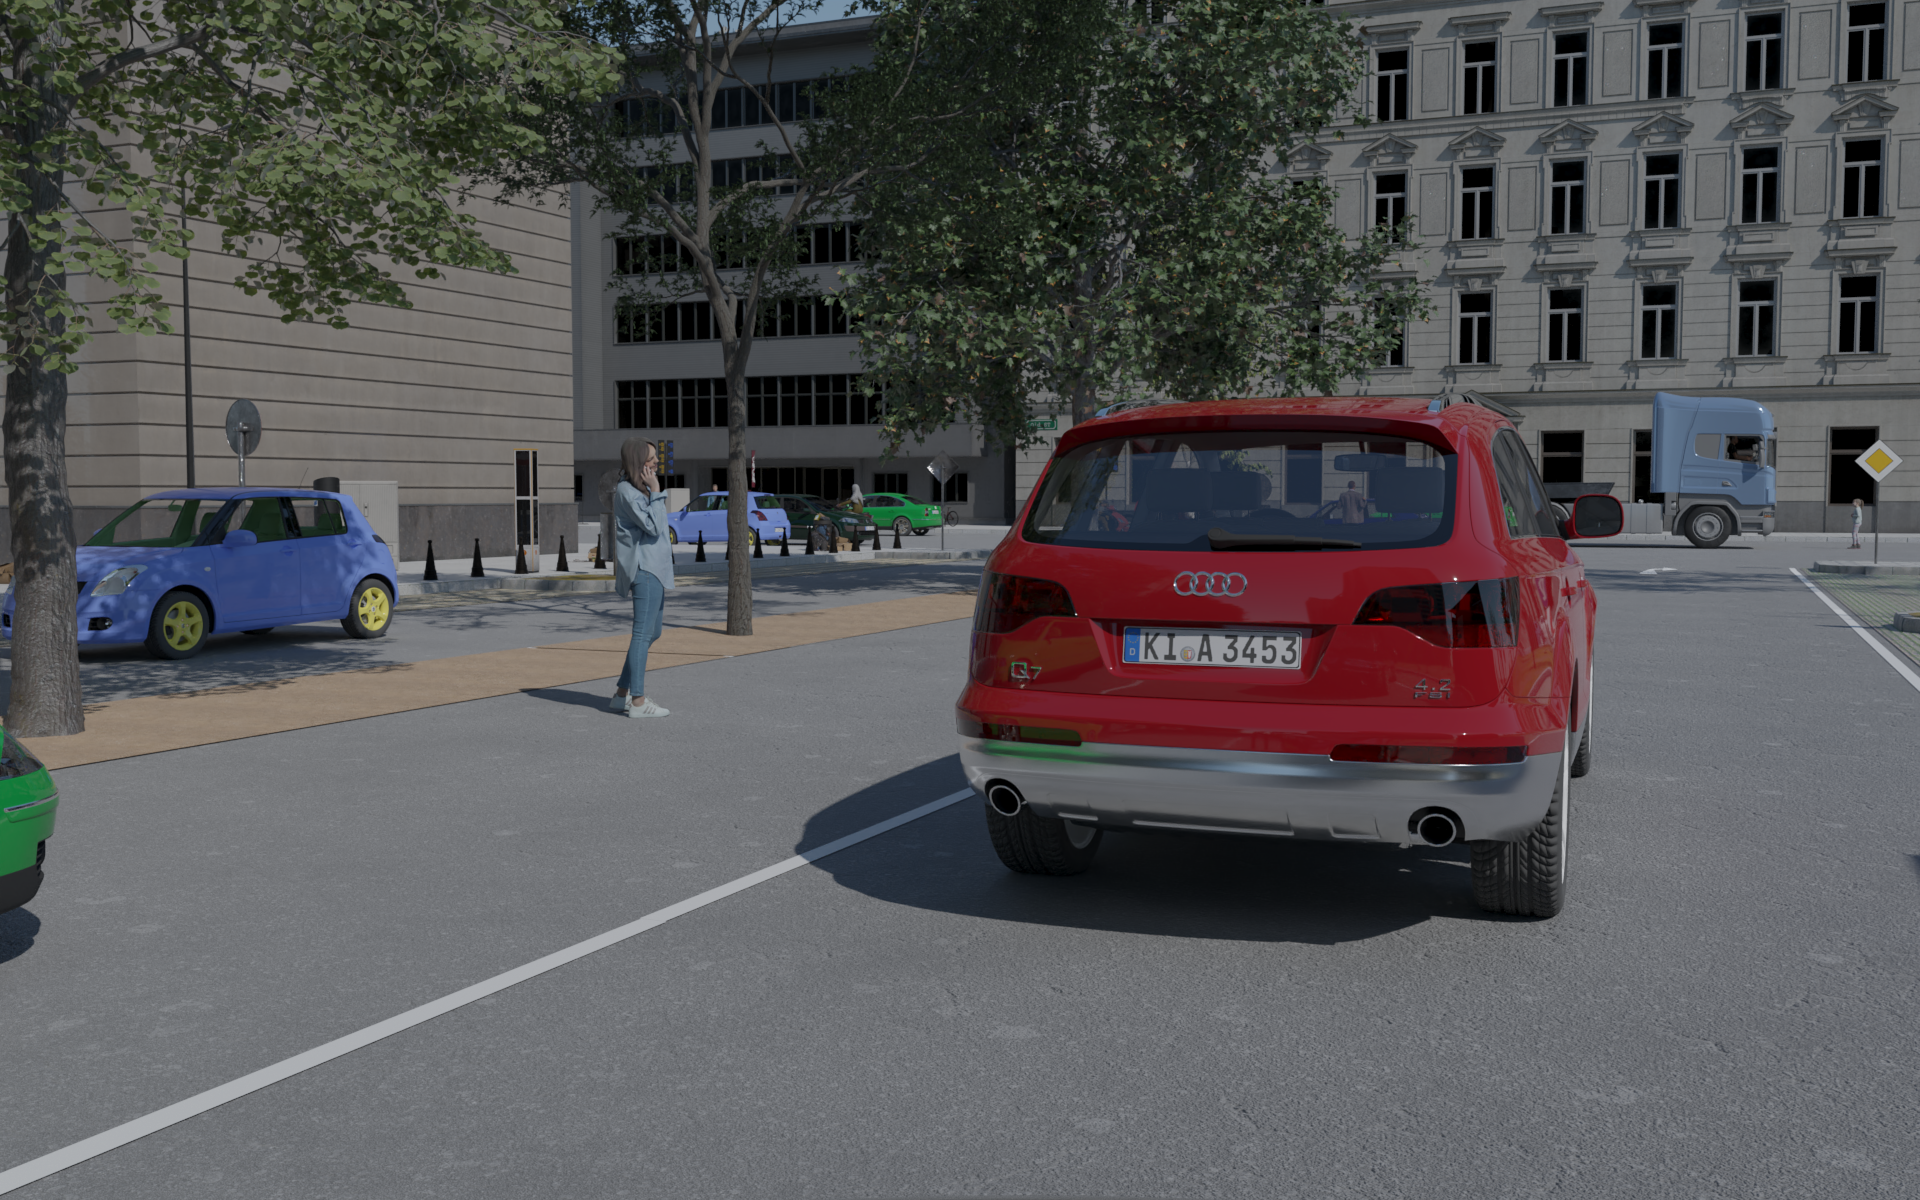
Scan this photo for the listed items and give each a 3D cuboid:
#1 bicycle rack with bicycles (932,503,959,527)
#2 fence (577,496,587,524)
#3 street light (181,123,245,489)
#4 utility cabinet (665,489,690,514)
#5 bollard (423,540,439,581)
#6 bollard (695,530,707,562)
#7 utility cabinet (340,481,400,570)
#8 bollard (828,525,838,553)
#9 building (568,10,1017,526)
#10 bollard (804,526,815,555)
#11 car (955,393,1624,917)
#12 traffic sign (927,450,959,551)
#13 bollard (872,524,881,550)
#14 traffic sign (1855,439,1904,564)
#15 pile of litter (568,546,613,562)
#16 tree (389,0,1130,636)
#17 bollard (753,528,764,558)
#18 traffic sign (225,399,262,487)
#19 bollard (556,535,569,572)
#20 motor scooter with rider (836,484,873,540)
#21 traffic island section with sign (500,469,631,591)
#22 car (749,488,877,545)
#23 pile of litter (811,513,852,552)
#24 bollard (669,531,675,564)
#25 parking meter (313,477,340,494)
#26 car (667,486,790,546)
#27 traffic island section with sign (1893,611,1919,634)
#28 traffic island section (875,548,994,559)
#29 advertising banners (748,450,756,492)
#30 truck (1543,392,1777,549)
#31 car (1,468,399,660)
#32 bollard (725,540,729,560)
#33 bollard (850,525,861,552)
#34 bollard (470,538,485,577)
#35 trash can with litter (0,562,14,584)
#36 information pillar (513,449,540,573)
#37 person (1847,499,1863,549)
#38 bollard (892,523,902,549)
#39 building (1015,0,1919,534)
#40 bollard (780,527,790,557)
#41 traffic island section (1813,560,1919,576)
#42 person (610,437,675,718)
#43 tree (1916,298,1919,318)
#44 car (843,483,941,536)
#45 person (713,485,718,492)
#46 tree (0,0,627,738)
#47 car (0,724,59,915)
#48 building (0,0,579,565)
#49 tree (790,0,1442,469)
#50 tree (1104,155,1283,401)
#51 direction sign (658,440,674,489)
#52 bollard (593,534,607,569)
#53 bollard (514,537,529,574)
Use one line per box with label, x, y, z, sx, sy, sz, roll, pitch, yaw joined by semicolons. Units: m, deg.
bicycle rack with bicycles;-1.830;-3.360;68.319;2.852;0.926;2.925;-3;4;-39
fence;-16.201;-3.730;72.189;0.480;1.192;2.264;1;4;14
street light;-9.349;-3.016;21.856;1.470;5.913;1.316;2;4;23
utility cabinet;-11.398;-3.740;69.822;0.318;1.500;1.173;2;4;30
bollard;-7.890;-0.596;25.792;0.229;0.601;0.229;0;3;0
bollard;-4.900;-1.019;32.698;0.229;0.601;0.229;0;3;0
utility cabinet;-9.986;-1.235;28.879;1.173;1.500;0.318;-1;4;-13
bollard;-2.754;-1.321;37.646;0.229;0.601;0.229;0;3;0
building;-9.735;-15.988;80.470;30.058;24.678;14.314;2;4;23
bollard;-3.183;-1.261;36.659;0.229;0.601;0.229;0;3;0
car;1.691;0.063;7.636;2.281;1.827;5.304;1;4;21
traffic sign;-0.391;-2.173;39.171;0.795;2.450;0.064;2;4;23
bollard;-1.907;-1.442;39.614;0.229;0.601;0.229;0;3;0
traffic sign;16.807;-1.718;31.730;0.795;2.450;0.064;2;4;23
pile of litter;-6.571;-1.162;32.957;1.719;0.858;1.176;0;4;2
tree;-2.067;-4.931;17.497;8.767;10.594;7.601;2;4;23
bollard;-4.044;-1.140;34.678;0.229;0.601;0.229;0;3;0
traffic sign;-9.590;-1.409;23.143;0.768;2.556;0.104;2;4;33
bollard;-6.605;-0.778;28.755;0.229;0.601;0.229;0;3;0
motor scooter with rider;-3.439;-2.743;53.815;1.986;1.779;0.876;2;4;25
traffic island section with sign;-5.590;-1.088;26.419;1.989;1.847;2.006;2;4;23
car;-4.383;-2.397;48.977;4.222;1.686;2.009;2;4;25
pile of litter;-2.885;-1.561;39.487;1.176;0.858;1.719;2;4;25
bollard;-5.328;-0.959;31.718;0.229;0.601;0.229;0;3;0
parking meter;-9.375;-1.056;25.670;0.372;1.533;0.369;0;3;0
car;-6.293;-2.174;45.140;3.694;1.707;1.945;1;4;23
traffic island section with sign;10.835;-0.566;17.889;1.989;1.847;2.006;2;4;23
traffic island section;-0.416;-1.037;39.243;2.009;0.180;2.903;2;4;23
advertising banners;-8.347;-4.406;68.225;0.090;3.025;2.074;1;4;10
truck;13.319;-3.603;48.669;18.799;4.110;2.967;1;4;21
car;-7.054;-0.409;16.273;1.945;1.707;3.694;1;4;22
bollard;-4.470;-1.080;33.693;0.229;0.601;0.229;0;3;0
bollard;-2.330;-1.382;38.631;0.229;0.601;0.229;0;3;0
bollard;-7.465;-0.657;26.780;0.229;0.601;0.229;0;3;0
trash can with litter;-13.372;-0.814;24.689;1.055;1.170;0.624;0;4;0
information pillar;-7.024;-1.443;28.081;0.304;2.012;0.304;0;4;7
person;23.372;-1.984;45.210;0.394;1.301;0.425;1;4;8
bollard;-1.474;-1.503;40.615;0.229;0.601;0.229;0;3;0
building;25.008;-17.725;66.227;44.131;29.872;17.030;2;4;23
bollard;-3.612;-1.200;35.663;0.229;0.601;0.229;0;3;0
traffic island section;16.832;-0.582;31.798;2.009;0.180;2.903;2;4;23
person;-2.063;-0.145;11.132;0.793;1.790;0.793;-3;4;-37
tree;16.409;-5.392;22.564;7.601;10.594;8.767;3;5;45
car;-2.907;-3.130;59.964;4.718;1.807;1.959;1;4;22
person;-9.076;-3.397;64.385;0.601;1.785;0.444;0;4;5
tree;-5.383;-5.491;10.362;7.486;12.596;7.792;0;3;0
car;-4.215;0.321;3.542;1.959;1.807;4.718;1;4;22
building;-21.658;-14.631;36.473;25.104;27.353;12.463;2;4;23
tree;1.866;-6.480;25.411;9.611;12.733;9.660;0;3;0
tree;4.424;-4.916;33.194;4.737;8.622;4.395;0;3;0
direction sign;-12.326;-4.932;72.632;0.379;3.537;0.876;2;4;34
bollard;-6.184;-0.838;29.738;0.229;0.601;0.229;0;3;0
bollard;-7.036;-0.717;27.768;0.229;0.601;0.229;0;3;0
